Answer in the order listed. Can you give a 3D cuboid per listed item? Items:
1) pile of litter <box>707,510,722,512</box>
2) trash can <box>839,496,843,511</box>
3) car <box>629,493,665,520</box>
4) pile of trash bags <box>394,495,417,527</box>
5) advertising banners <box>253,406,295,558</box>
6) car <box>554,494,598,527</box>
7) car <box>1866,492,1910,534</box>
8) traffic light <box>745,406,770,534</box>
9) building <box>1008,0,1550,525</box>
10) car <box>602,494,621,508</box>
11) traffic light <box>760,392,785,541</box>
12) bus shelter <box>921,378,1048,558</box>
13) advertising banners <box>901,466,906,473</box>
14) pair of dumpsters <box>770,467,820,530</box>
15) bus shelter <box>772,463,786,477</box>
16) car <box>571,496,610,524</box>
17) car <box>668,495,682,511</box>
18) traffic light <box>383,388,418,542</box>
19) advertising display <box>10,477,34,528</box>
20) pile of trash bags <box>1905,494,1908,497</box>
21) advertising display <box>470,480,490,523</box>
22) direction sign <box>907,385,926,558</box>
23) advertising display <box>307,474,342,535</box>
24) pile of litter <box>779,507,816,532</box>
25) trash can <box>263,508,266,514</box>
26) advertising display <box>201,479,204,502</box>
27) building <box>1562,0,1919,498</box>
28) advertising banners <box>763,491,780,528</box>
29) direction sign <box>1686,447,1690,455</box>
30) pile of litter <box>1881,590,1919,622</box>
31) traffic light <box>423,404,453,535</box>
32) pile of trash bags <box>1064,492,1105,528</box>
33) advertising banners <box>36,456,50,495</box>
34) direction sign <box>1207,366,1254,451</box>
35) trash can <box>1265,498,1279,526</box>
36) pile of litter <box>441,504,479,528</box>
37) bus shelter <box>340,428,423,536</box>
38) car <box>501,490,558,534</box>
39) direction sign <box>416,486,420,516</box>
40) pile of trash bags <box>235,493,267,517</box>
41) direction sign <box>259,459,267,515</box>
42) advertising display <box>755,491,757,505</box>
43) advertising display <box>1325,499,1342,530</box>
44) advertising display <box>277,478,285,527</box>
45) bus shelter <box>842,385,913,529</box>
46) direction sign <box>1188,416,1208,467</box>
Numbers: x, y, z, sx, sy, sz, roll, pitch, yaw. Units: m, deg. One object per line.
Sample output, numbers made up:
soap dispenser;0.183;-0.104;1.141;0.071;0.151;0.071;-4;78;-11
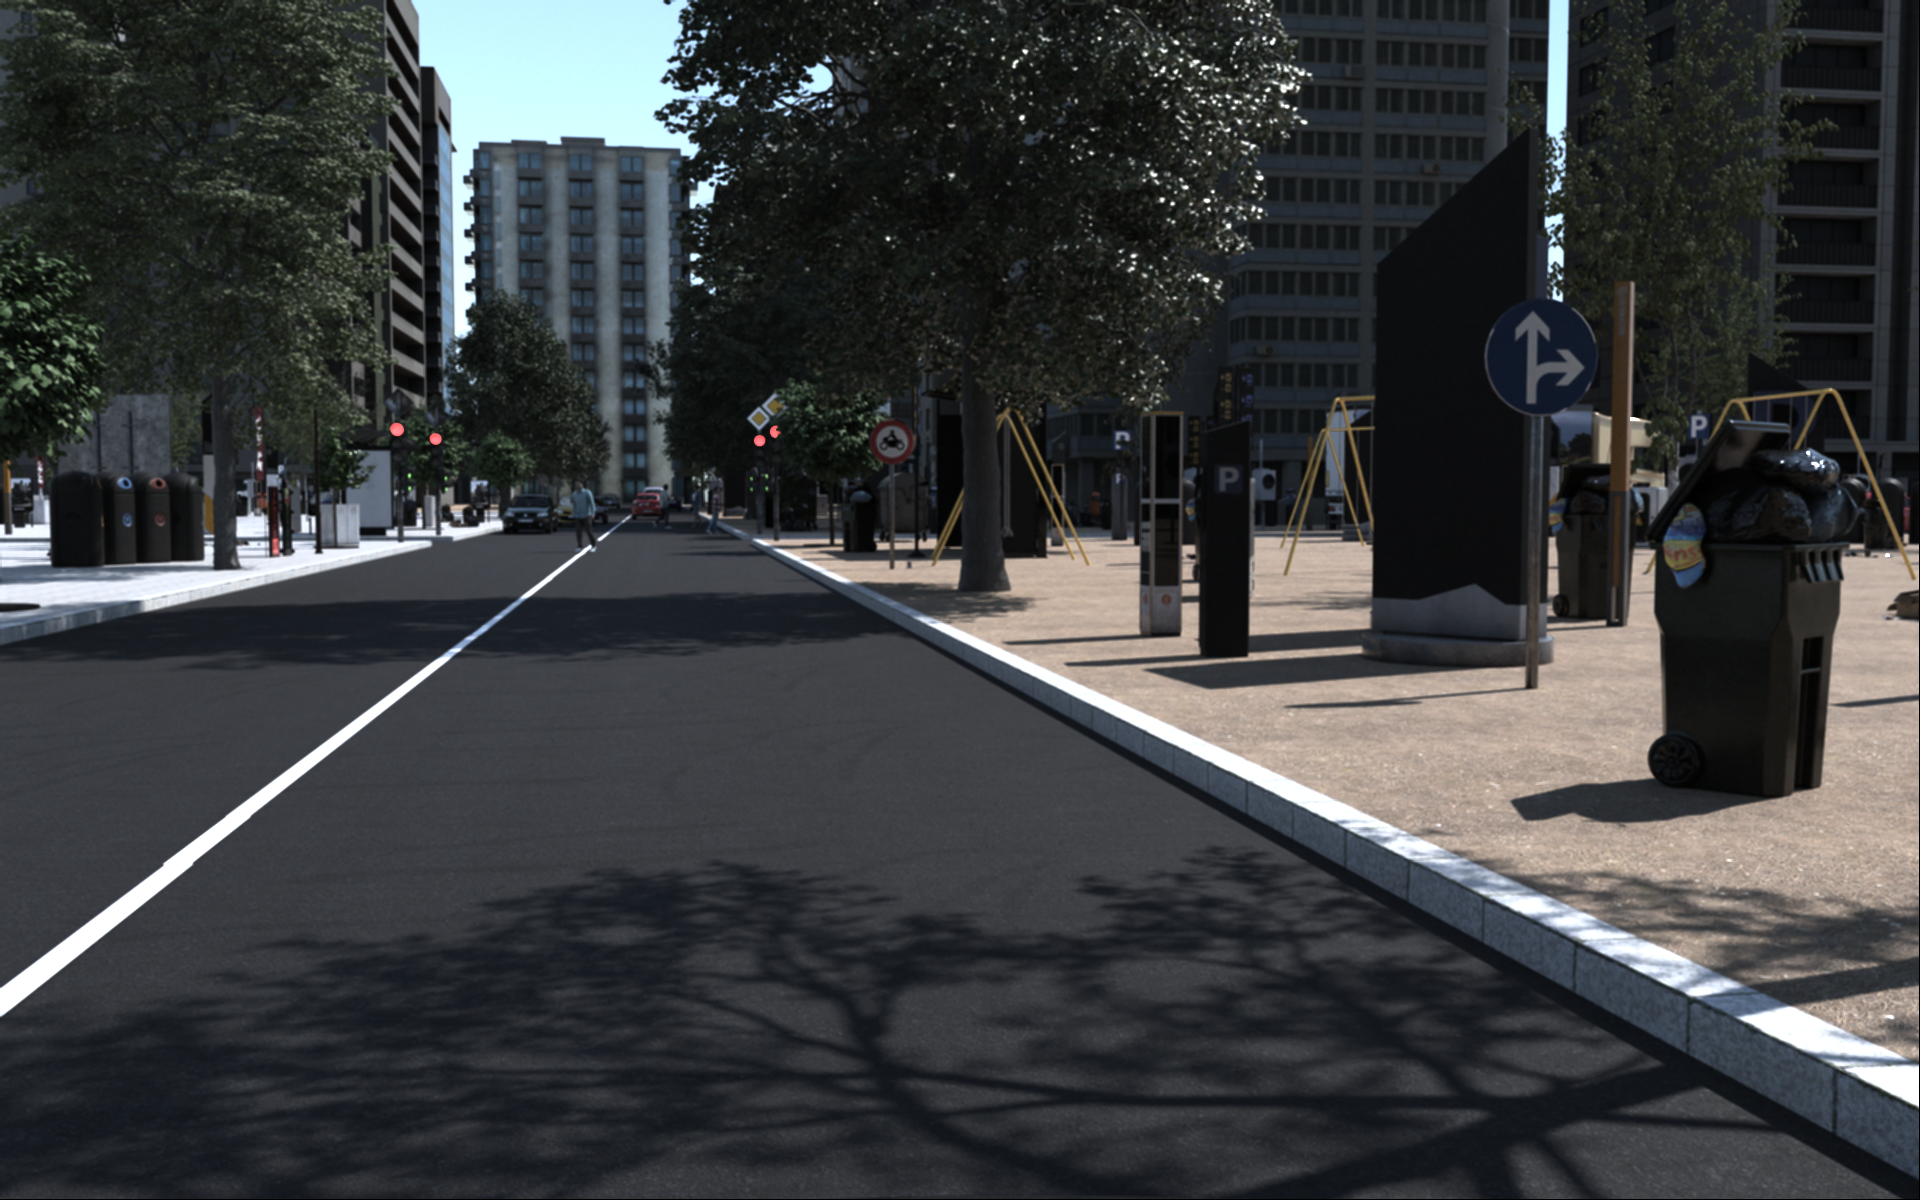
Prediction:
pile of litter;-17.460;-6.725;123.916;1.176;0.858;1.719;-1;4;-19
trash can;-8.433;-6.990;125.933;0.748;1.137;0.748;0;3;0
car;-17.360;-5.346;96.443;2.155;1.783;4.494;-1;4;-10
pile of trash bags;-22.471;-3.593;68.493;1.912;1.369;3.447;-1;4;-14
advertising banners;-13.968;-2.388;35.237;0.090;3.025;2.074;0;4;-2
car;-17.149;-4.094;77.160;2.015;1.641;3.980;-1;4;-12
car;30.772;-2.967;57.543;4.494;1.783;2.155;-1;4;-12
traffic light;-6.446;-4.071;55.487;0.839;4.253;0.868;-1;4;-10
building;15.725;-24.196;87.482;23.993;40.220;32.217;-1;4;-10
car;-35.355;-9.992;175.167;2.131;1.459;4.920;-1;4;-10
traffic light;-5.078;-3.590;47.619;0.839;4.253;0.868;-1;4;-10
bus shelter;0.468;-2.835;37.627;1.731;3.624;6.357;-1;4;-10
advertising banners;-3.082;-6.974;110.217;0.090;3.025;2.074;3;4;36
pair of dumpsters;-6.040;-3.731;63.491;1.574;2.255;4.437;-1;4;-10
bus shelter;-11.005;-8.001;108.449;2.179;5.291;8.768;-1;4;-10
car;-17.941;-4.363;83.923;1.945;1.354;3.894;-1;4;-11
car;-24.118;-8.064;144.422;1.945;1.354;3.894;-1;4;-10
traffic light;-14.841;-3.486;45.912;0.839;4.253;0.868;-1;4;-10
advertising display;-35.919;-3.725;66.114;0.974;1.923;0.123;-1;4;-14
pile of trash bags;36.772;-3.507;67.095;1.912;1.369;3.447;3;5;41
advertising display;-21.559;-4.440;77.810;0.974;1.923;0.123;1;4;17
direction sign;-0.879;-2.632;35.028;0.379;3.537;0.876;0;4;6
advertising display;-20.044;-3.017;54.549;0.974;1.923;0.123;0;4;-3
pile of litter;-5.772;-2.791;59.593;1.719;0.858;1.176;3;4;36
trash can;-43.053;-5.882;107.823;0.748;1.137;0.748;0;3;0
advertising display;-32.357;-4.276;75.126;0.974;1.923;0.123;-1;4;-13
building;46.068;-39.795;88.898;20.611;71.187;20.563;-1;4;-10
advertising banners;-6.572;-4.278;66.127;2.074;3.025;0.090;-2;4;-31
direction sign;34.999;-5.588;83.354;0.379;3.537;0.876;1;4;15
pile of litter;10.184;-0.244;17.962;1.719;0.858;1.176;-1;4;-23
traffic light;-16.209;-3.967;53.780;0.839;4.253;0.868;-1;4;-10
pile of trash bags;4.884;-3.490;66.816;1.912;1.369;3.447;-1;4;-9
advertising banners;-41.840;-5.121;79.909;0.090;3.025;2.074;1;4;14
direction sign;4.922;-2.384;30.970;0.876;3.537;0.379;-3;4;-37
trash can;12.334;-3.503;68.934;0.748;1.137;0.748;0;3;0
pile of litter;-19.355;-3.261;67.280;1.176;0.858;1.719;2;4;24
bus shelter;-18.683;-3.781;55.741;2.014;3.302;5.546;-1;4;-10
car;-15.812;-3.305;63.818;2.009;1.686;4.222;-1;4;-8
direction sign;-32.499;-6.822;103.532;0.876;3.537;0.379;1;4;22
pile of trash bags;-41.282;-5.450;98.853;3.447;1.369;1.912;-3;5;-40
direction sign;-42.378;-6.955;105.718;0.876;3.537;0.379;1;4;15
advertising display;-12.969;-6.401;109.873;0.974;1.923;0.123;2;4;34
advertising display;13.349;-3.470;61.949;0.123;1.923;0.974;3;5;42
advertising display;-26.658;-3.843;68.049;0.123;1.923;0.974;-2;4;-31
bus shelter;-3.175;-5.144;61.739;2.179;5.291;8.768;-1;4;-10
direction sign;7.042;-3.561;50.226;0.876;3.537;0.379;1;4;10
